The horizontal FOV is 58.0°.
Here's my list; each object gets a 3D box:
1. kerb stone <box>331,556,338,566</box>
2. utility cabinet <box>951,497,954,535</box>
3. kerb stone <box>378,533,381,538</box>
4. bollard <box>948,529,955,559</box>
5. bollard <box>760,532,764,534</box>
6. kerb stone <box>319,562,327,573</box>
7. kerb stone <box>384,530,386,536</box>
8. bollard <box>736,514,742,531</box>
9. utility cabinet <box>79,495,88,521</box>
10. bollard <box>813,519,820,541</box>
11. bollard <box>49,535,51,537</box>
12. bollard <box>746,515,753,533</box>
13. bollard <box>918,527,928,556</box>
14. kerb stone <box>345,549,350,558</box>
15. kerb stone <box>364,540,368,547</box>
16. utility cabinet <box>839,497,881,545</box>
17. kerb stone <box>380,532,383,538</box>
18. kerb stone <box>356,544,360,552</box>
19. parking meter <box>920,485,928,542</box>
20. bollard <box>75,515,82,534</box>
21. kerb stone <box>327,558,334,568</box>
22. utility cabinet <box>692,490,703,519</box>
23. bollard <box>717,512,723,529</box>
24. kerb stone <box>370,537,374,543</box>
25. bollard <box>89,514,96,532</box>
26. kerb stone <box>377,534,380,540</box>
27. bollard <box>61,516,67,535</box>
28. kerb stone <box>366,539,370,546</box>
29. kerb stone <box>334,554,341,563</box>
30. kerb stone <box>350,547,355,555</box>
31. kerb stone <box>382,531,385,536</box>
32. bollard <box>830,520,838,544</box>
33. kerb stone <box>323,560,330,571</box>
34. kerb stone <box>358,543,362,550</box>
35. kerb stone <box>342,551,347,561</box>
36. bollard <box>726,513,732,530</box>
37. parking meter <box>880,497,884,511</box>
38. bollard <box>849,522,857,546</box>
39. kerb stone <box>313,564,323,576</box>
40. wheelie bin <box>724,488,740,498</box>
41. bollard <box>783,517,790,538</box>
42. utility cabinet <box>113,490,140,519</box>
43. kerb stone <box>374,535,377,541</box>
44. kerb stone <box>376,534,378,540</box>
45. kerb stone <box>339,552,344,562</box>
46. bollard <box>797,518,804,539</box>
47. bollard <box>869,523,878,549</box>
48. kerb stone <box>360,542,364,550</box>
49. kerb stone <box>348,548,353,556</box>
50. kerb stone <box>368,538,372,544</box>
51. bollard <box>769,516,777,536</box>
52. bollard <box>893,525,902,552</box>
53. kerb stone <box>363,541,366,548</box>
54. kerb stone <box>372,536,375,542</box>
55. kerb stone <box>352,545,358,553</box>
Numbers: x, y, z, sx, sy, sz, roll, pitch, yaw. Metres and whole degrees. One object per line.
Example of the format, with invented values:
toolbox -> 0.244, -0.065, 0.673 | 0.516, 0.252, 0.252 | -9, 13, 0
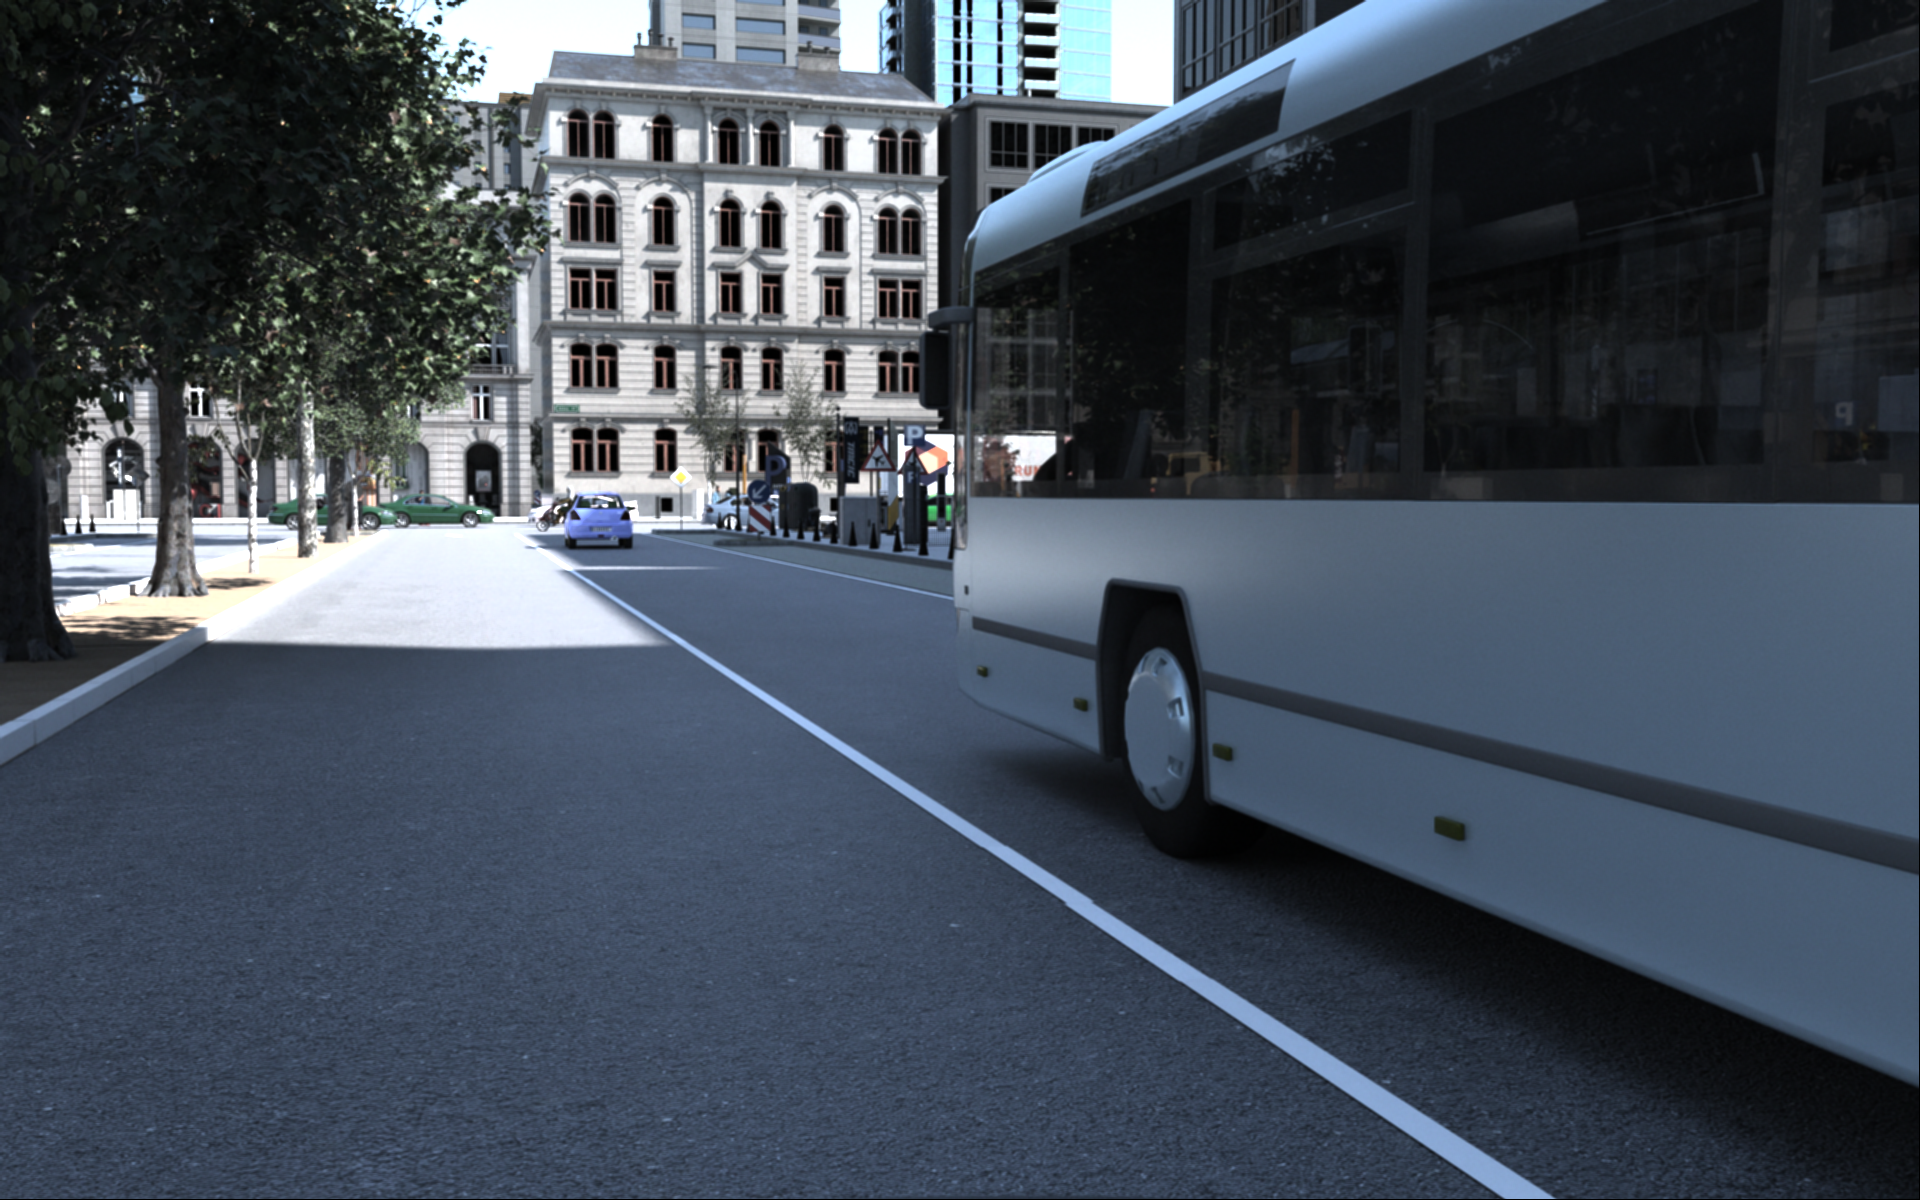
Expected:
kerb stone -> -12.362, -0.720, 33.993 | 0.120, 0.150, 1.000 | -1, 4, -16
utility cabinet -> 0.279, -2.231, 47.638 | 1.020, 1.237, 0.306 | -1, 4, -12
kerb stone -> -18.110, -1.923, 53.716 | 0.120, 0.150, 1.000 | -1, 4, -16
bollard -> -0.136, -1.103, 34.074 | 0.229, 0.601, 0.229 | 0, 3, 0
bollard -> -6.381, -2.412, 55.471 | 0.229, 0.601, 0.229 | 0, 3, 0
kerb stone -> -11.493, -0.541, 31.038 | 0.120, 0.150, 1.000 | -1, 4, -16
kerb stone -> -19.265, -2.164, 57.653 | 0.120, 0.150, 1.000 | -1, 4, -16
bollard -> -7.632, -2.674, 59.761 | 0.229, 0.601, 0.229 | 0, 3, 0
utility cabinet -> -42.740, -4.486, 84.506 | 0.306, 1.237, 1.020 | -2, 4, -31
bollard -> -3.886, -1.889, 46.930 | 0.229, 0.601, 0.229 | 0, 3, 0
bollard -> -27.195, -2.174, 51.582 | 0.229, 0.601, 0.229 | 0, 3, 0
bollard -> -7.005, -2.543, 57.613 | 0.229, 0.601, 0.229 | 0, 3, 0
bollard -> -0.766, -1.234, 36.217 | 0.229, 0.601, 0.229 | 0, 3, 0
kerb stone -> -13.510, -0.962, 37.935 | 0.120, 0.150, 1.000 | -1, 4, -16
kerb stone -> -15.815, -1.445, 45.826 | 0.120, 0.150, 1.000 | -1, 4, -16
utility cabinet -> -2.525, -1.996, 43.799 | 1.020, 1.237, 0.306 | -2, 4, -25
kerb stone -> -18.398, -1.983, 54.699 | 0.120, 0.150, 1.000 | -1, 4, -16
kerb stone -> -14.671, -1.204, 41.879 | 0.120, 0.150, 1.000 | -1, 4, -16
parking meter -> -1.043, -2.314, 46.246 | 0.372, 1.533, 0.369 | 0, 3, 0
bollard -> -28.447, -2.437, 55.879 | 0.229, 0.601, 0.229 | 0, 3, 0
kerb stone -> -12.071, -0.661, 33.006 | 0.120, 0.150, 1.000 | -1, 4, -16
utility cabinet -> -13.210, -4.797, 87.109 | 0.318, 1.500, 1.173 | 0, 4, 6
bollard -> -8.886, -2.936, 64.050 | 0.229, 0.601, 0.229 | 0, 3, 0
kerb stone -> -16.675, -1.626, 48.788 | 0.120, 0.150, 1.000 | -1, 4, -16
bollard -> -29.076, -2.568, 58.029 | 0.229, 0.601, 0.229 | 0, 3, 0
kerb stone -> -17.830, -1.868, 52.730 | 0.120, 0.150, 1.000 | -1, 4, -16
bollard -> -27.821, -2.305, 53.731 | 0.229, 0.601, 0.229 | 0, 3, 0
kerb stone -> -16.096, -1.500, 46.815 | 0.120, 0.150, 1.000 | -1, 4, -16
kerb stone -> -12.651, -0.778, 34.976 | 0.120, 0.150, 1.000 | -1, 4, -16
kerb stone -> -14.085, -1.083, 39.903 | 0.120, 0.150, 1.000 | -1, 4, -16
kerb stone -> -18.971, -2.107, 56.672 | 0.120, 0.150, 1.000 | -1, 4, -16
bollard -> -3.257, -1.757, 44.770 | 0.229, 0.601, 0.229 | 0, 3, 0
kerb stone -> -11.787, -0.601, 32.021 | 0.120, 0.150, 1.000 | -1, 4, -16
kerb stone -> -14.951, -1.263, 42.865 | 0.120, 0.150, 1.000 | -1, 4, -16
kerb stone -> -13.221, -0.901, 36.952 | 0.120, 0.150, 1.000 | -1, 4, -16
bollard -> -8.258, -2.805, 61.902 | 0.229, 0.601, 0.229 | 0, 3, 0
parking meter -> -4.071, -5.127, 89.533 | 0.255, 1.863, 0.399 | 0, 4, -4
bollard -> -2.640, -1.627, 42.635 | 0.229, 0.601, 0.229 | 0, 3, 0
kerb stone -> -11.205, -0.481, 30.054 | 0.120, 0.150, 1.000 | -1, 4, -16
wheelie bin -> -11.485, -4.865, 87.458 | 0.693, 1.594, 0.980 | 2, 4, 27
bollard -> -5.138, -2.151, 51.204 | 0.229, 0.601, 0.229 | 0, 3, 0
utility cabinet -> -41.928, -4.798, 87.131 | 1.173, 1.500, 0.318 | -2, 4, -33
kerb stone -> -17.251, -1.747, 50.764 | 0.120, 0.150, 1.000 | -1, 4, -16
kerb stone -> -17.546, -1.807, 51.745 | 0.120, 0.150, 1.000 | -1, 4, -16
kerb stone -> -12.941, -0.842, 35.966 | 0.120, 0.150, 1.000 | -1, 4, -16
bollard -> -4.513, -2.020, 49.061 | 0.229, 0.601, 0.229 | 0, 3, 0
bollard -> -2.019, -1.496, 40.502 | 0.229, 0.601, 0.229 | 0, 3, 0
kerb stone -> -15.242, -1.323, 43.857 | 0.120, 0.150, 1.000 | -1, 4, -16
kerb stone -> -13.797, -1.022, 38.918 | 0.120, 0.150, 1.000 | -1, 4, -16
kerb stone -> -16.391, -1.566, 47.798 | 0.120, 0.150, 1.000 | -1, 4, -16
bollard -> -5.756, -2.281, 53.339 | 0.229, 0.601, 0.229 | 0, 3, 0
bollard -> -1.384, -1.365, 38.356 | 0.229, 0.601, 0.229 | 0, 3, 0
kerb stone -> -15.528, -1.385, 44.842 | 0.120, 0.150, 1.000 | -1, 4, -16
kerb stone -> -16.966, -1.682, 49.780 | 0.120, 0.150, 1.000 | -1, 4, -16
kerb stone -> -14.373, -1.143, 40.890 | 0.120, 0.150, 1.000 | -1, 4, -16
